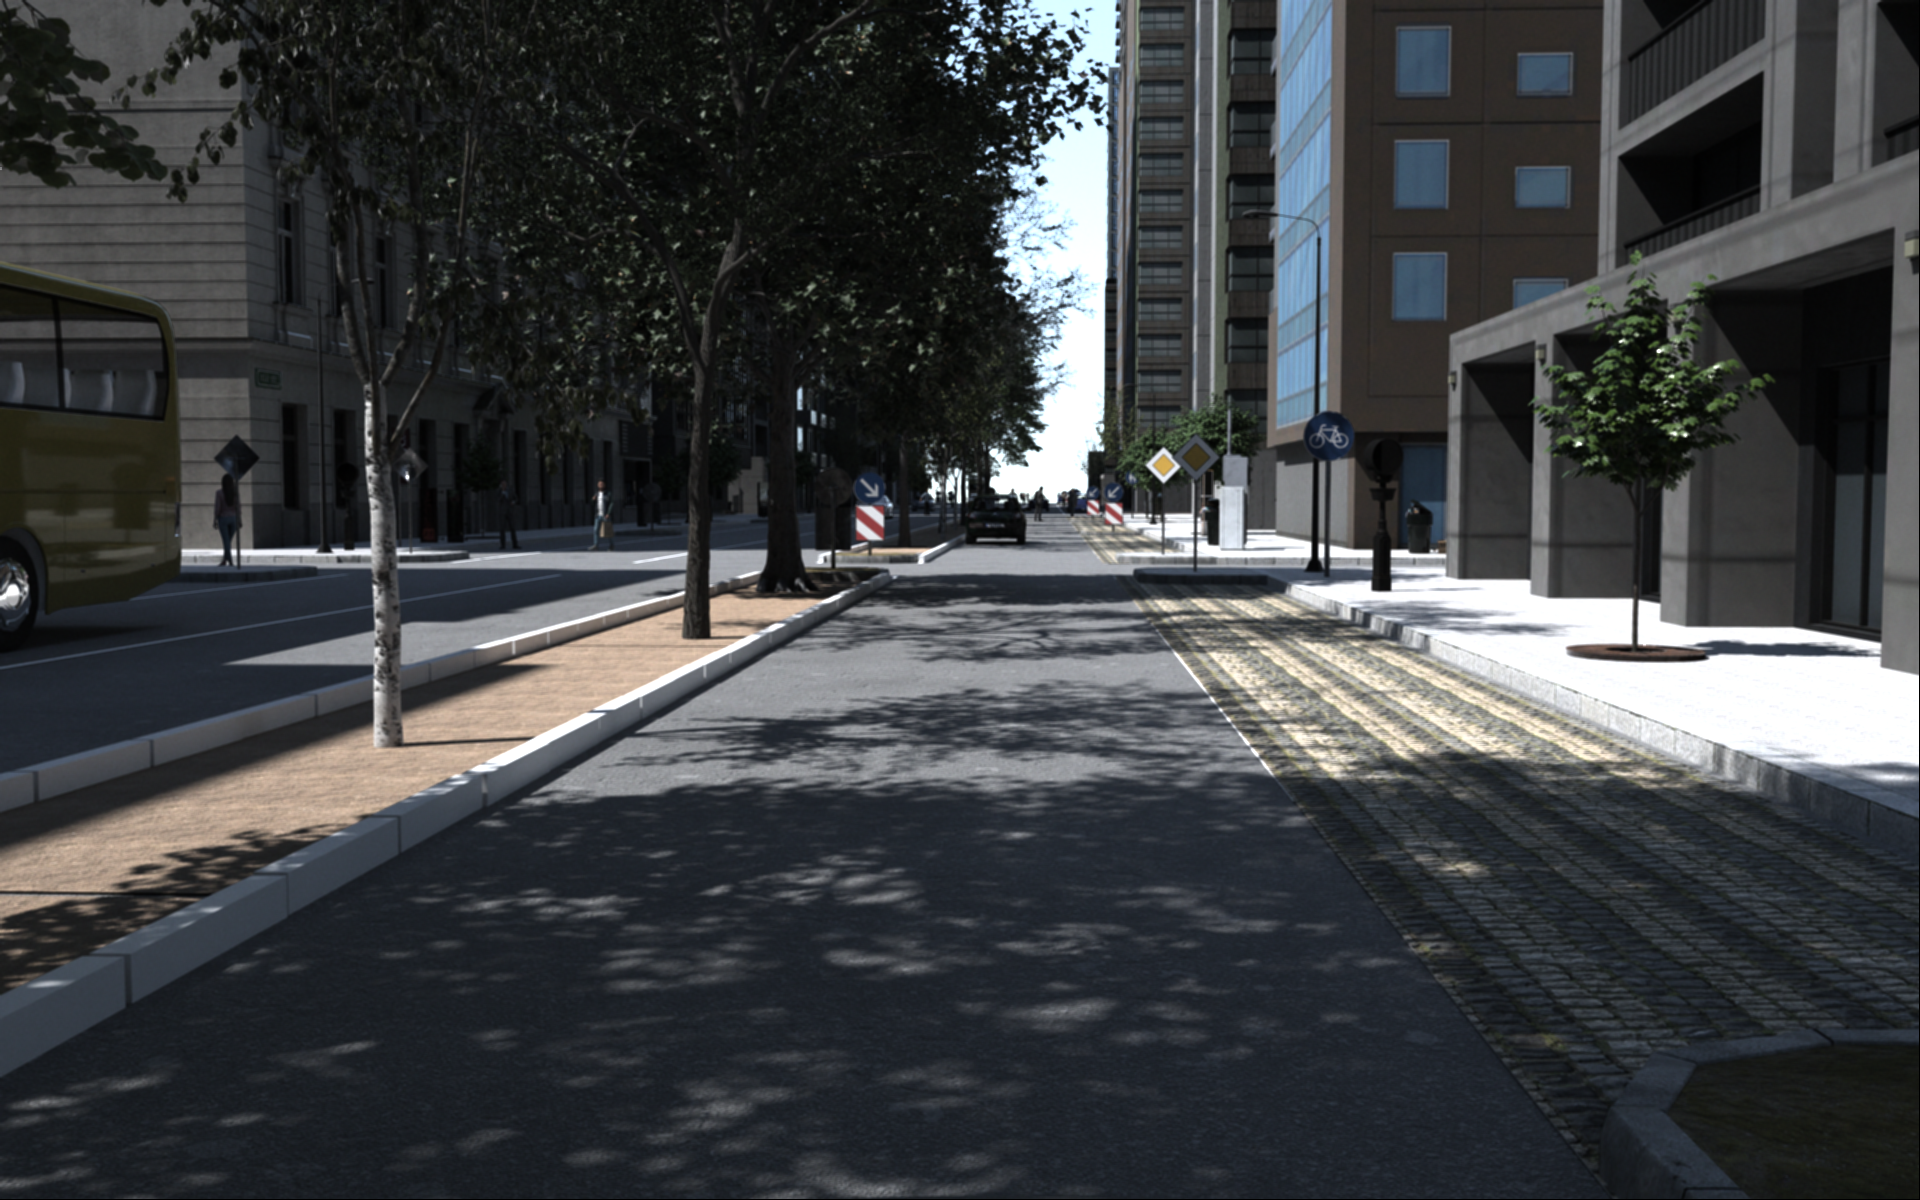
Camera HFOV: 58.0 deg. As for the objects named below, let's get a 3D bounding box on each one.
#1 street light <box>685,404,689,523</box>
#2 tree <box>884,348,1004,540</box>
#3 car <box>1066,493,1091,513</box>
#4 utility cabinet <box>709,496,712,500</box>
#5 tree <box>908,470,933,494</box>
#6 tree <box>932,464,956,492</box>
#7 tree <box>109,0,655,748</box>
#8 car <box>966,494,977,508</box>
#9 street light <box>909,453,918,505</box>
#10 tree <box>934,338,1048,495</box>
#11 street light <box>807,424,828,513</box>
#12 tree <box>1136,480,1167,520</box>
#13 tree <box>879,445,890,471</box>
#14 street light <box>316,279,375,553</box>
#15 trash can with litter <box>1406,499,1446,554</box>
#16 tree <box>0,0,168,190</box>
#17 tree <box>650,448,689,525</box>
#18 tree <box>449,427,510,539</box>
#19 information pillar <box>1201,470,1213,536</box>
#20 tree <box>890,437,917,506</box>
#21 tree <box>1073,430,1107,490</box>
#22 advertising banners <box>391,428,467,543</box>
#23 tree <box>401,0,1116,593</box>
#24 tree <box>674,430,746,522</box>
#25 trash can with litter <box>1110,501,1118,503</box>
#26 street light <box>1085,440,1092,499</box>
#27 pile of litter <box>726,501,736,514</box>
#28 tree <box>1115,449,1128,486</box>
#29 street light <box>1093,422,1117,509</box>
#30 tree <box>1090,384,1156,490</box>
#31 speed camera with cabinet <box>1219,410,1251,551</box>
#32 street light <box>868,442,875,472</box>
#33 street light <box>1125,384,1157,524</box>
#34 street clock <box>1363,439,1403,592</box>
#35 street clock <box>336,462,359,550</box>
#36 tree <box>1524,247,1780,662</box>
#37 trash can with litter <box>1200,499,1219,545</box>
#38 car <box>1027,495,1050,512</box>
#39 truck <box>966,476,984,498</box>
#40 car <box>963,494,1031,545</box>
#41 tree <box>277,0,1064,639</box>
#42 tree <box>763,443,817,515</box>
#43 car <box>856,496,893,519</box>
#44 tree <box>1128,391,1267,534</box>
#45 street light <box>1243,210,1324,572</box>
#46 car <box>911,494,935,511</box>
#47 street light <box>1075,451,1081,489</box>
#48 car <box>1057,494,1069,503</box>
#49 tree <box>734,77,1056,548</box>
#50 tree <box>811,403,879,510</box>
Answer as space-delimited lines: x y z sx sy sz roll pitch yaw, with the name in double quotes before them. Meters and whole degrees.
"street light" -11.397 -6.325 75.963 1.470 5.913 1.316 0 4 3
"tree" -0.565 -6.204 54.252 4.737 8.622 4.395 0 3 0
"car" 9.121 -7.547 132.979 1.945 1.707 3.694 0 4 3
"utility cabinet" -12.803 -4.568 85.848 1.020 1.237 0.306 -2 4 -29
"tree" -4.987 -14.090 214.087 4.285 4.588 4.351 0 3 0
"tree" -2.568 -18.986 260.783 4.360 8.622 3.978 0 3 0
"tree" -3.225 -3.454 9.287 4.360 8.622 3.978 0 3 0
"car" 1.619 -10.085 175.111 2.015 1.641 3.980 0 4 3
"street light" -5.176 -13.716 196.803 1.470 5.913 1.316 0 4 3
"tree" 1.541 -10.455 99.159 9.928 11.665 9.643 0 3 0
"street light" -9.449 -8.691 114.639 1.470 5.913 1.316 0 4 3
"tree" 9.964 -5.652 87.018 1.663 3.219 1.824 0 3 0
"tree" -8.558 -11.663 141.059 4.360 8.622 3.978 0 3 0
"street light" -13.291 -3.972 37.485 1.470 5.913 1.316 0 4 3
"trash can with litter" 10.175 -1.592 37.415 1.055 1.170 0.624 1 4 12
"tree" -3.498 -5.046 3.093 7.486 12.596 7.792 0 3 0
"tree" -12.040 -4.757 72.379 1.663 3.219 1.824 0 3 0
"tree" -13.892 -3.381 49.886 1.663 3.219 1.824 0 3 0
"information pillar" 7.557 -2.967 52.998 0.304 2.012 0.304 0 4 -8
"tree" -6.548 -14.351 184.993 4.360 8.622 3.978 0 3 0
"tree" 15.204 -15.201 198.894 4.360 8.622 3.978 0 3 0
"advertising banners" -14.044 -3.035 45.808 2.074 3.025 0.090 1 4 10
"tree" -2.598 -6.458 25.058 9.611 12.733 9.660 0 3 0
"tree" -11.719 -5.971 81.336 4.285 4.588 4.351 0 3 0
"trash can with litter" 9.883 -6.014 109.710 0.624 1.170 1.055 -1 4 -15
"street light" 11.563 -10.840 149.779 1.470 5.913 1.316 0 4 3
"pile of litter" -14.881 -5.881 110.112 1.176 0.858 1.719 -2 4 -34
"tree" 9.185 -5.795 78.458 4.285 4.588 4.351 0 3 0
"street light" 9.497 -8.481 111.198 1.470 5.913 1.316 0 4 3
"tree" 10.597 -10.076 115.099 4.737 8.622 4.395 0 3 0
"speed camera with cabinet" 6.390 -2.805 40.195 0.660 3.252 2.038 1 4 13
"street light" -7.499 -11.012 152.593 1.470 5.913 1.316 0 4 3
"street light" 7.650 -6.159 73.239 1.470 5.913 1.316 0 4 3
"street clock" 5.568 -1.117 22.828 0.471 2.002 0.358 -1 4 -18
"street clock" -13.985 -2.143 39.603 0.471 2.002 0.358 0 4 -8
"tree" 5.343 -1.172 13.760 1.663 3.219 1.824 0 3 0
"trash can with litter" 6.551 -1.965 43.515 0.624 1.170 1.055 3 5 43
"car" 6.527 -8.013 143.585 1.945 1.354 3.894 0 4 3
"truck" 2.477 -16.464 258.099 2.839 4.237 11.283 0 4 1
"car" 1.060 -2.488 50.469 2.009 1.686 4.222 0 4 2
"tree" -2.642 -4.866 16.425 8.767 10.594 7.601 0 4 3
"tree" -10.505 -7.557 107.269 4.285 4.588 4.351 0 3 0
"car" -4.917 -5.355 99.918 2.083 1.381 4.827 0 4 3
"tree" 8.200 -4.392 55.516 4.285 4.588 4.351 0 3 0
"street light" 5.324 -3.422 28.486 1.470 5.913 1.316 0 4 3
"car" -3.057 -8.123 144.811 2.014 1.417 4.499 0 4 3
"street light" 13.376 -13.162 187.740 1.470 5.913 1.316 0 4 3
"car" 15.078 -14.901 253.218 1.945 1.707 3.694 0 4 2
"tree" -1.499 -8.126 45.682 12.009 13.543 11.850 0 3 0
"tree" -9.081 -11.051 131.039 4.360 8.622 3.978 0 3 0
